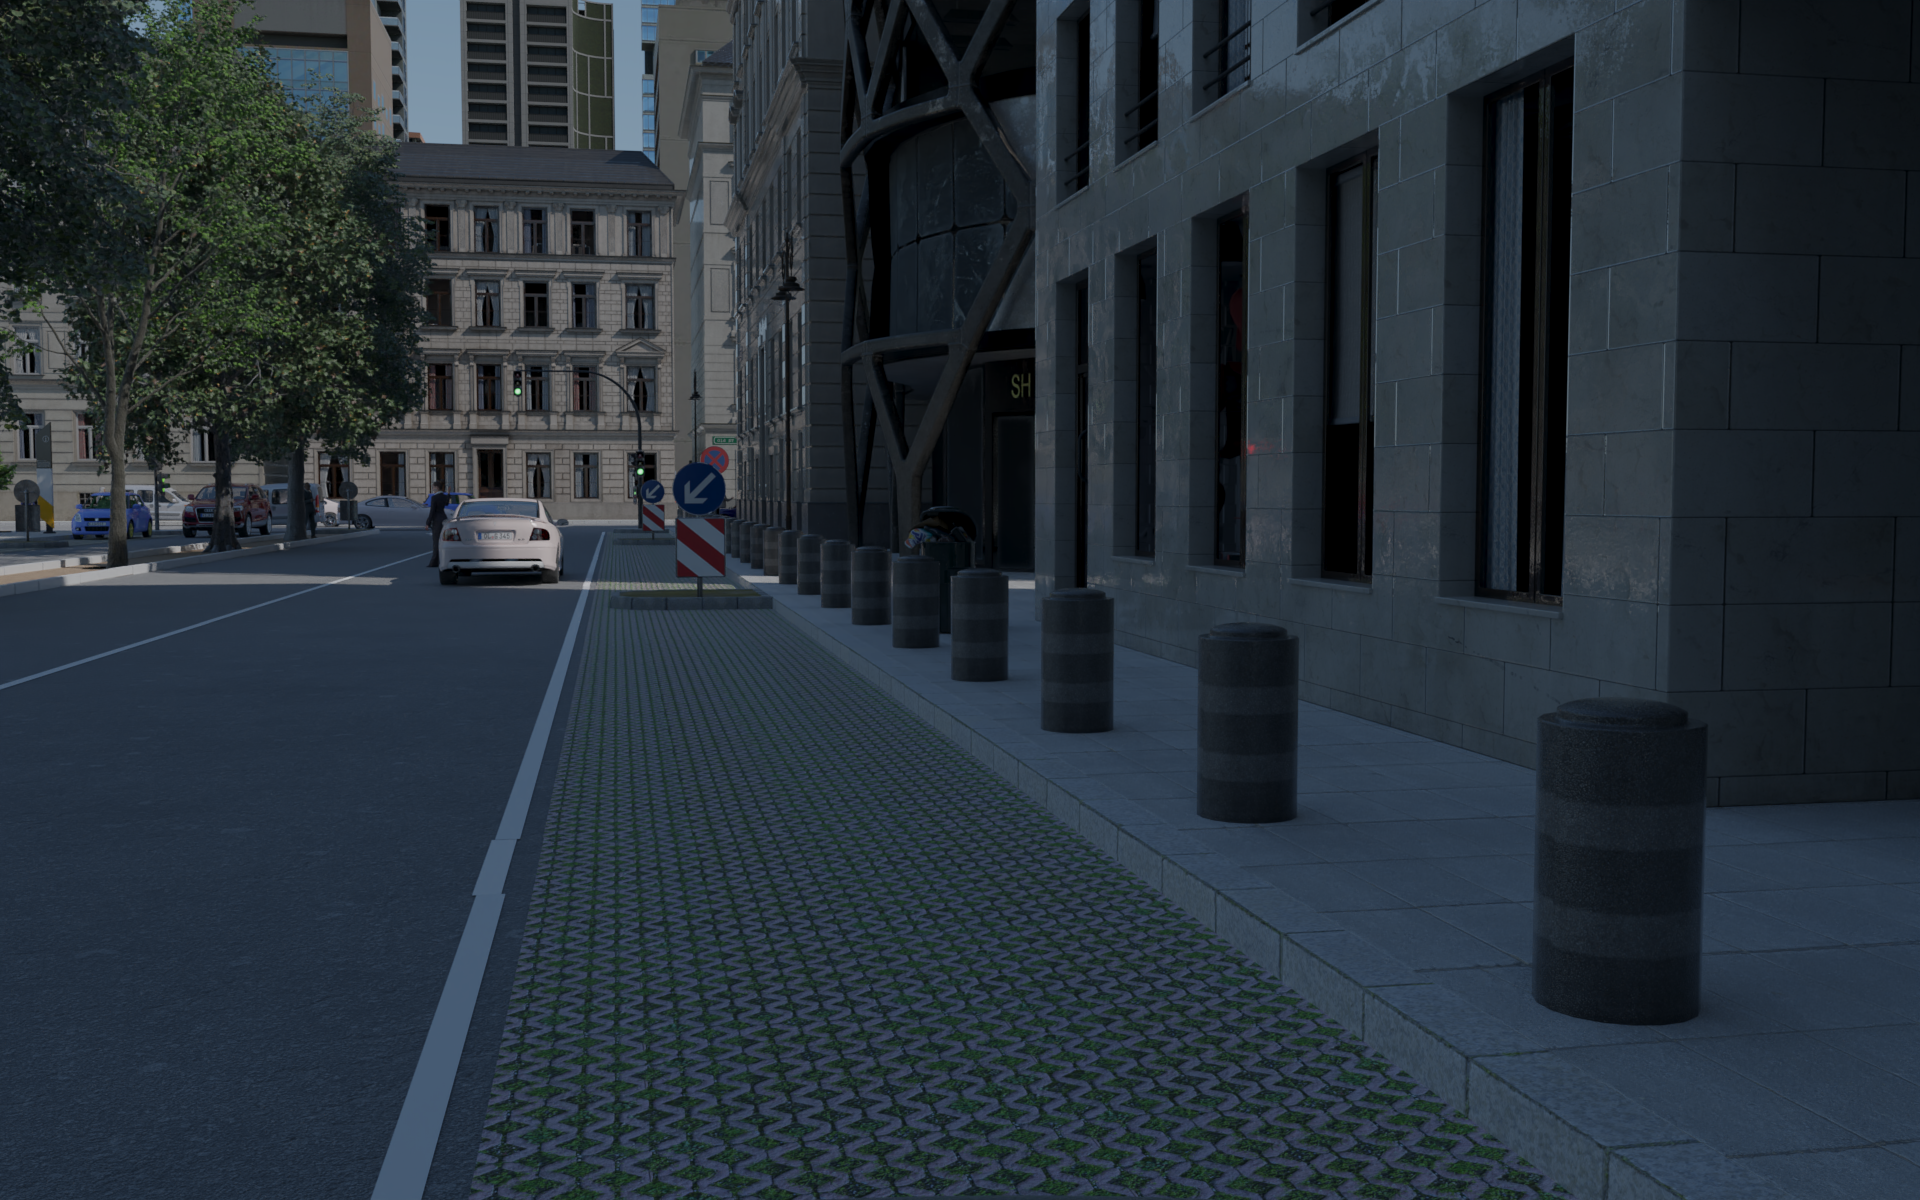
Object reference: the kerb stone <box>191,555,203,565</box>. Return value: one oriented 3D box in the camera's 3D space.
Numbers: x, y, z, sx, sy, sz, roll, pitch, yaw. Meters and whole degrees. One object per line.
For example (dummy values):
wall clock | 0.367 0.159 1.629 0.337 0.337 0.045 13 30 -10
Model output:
kerb stone | -15.680 -0.804 35.339 0.120 0.150 1.000 -1 4 -11

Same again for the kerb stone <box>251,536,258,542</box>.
kerb stone | -20.948 -1.766 51.103 0.120 0.150 1.000 -1 4 -11

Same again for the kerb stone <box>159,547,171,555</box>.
kerb stone | -18.944 -1.151 41.014 0.120 0.150 1.000 -1 4 -11

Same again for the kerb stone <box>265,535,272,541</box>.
kerb stone | -21.348 -1.891 53.113 0.120 0.150 1.000 -1 4 -11

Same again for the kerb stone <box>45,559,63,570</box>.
kerb stone | -17.336 -0.656 32.949 0.120 0.150 1.000 -1 4 -11

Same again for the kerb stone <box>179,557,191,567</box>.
kerb stone | -15.476 -0.742 34.336 0.120 0.150 1.000 -1 4 -11

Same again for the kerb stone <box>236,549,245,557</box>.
kerb stone | -16.481 -1.050 39.365 0.120 0.150 1.000 -1 4 -11

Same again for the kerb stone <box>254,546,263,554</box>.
kerb stone | -16.870 -1.166 41.377 0.120 0.150 1.000 -1 4 -11

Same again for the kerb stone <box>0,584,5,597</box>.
kerb stone | -13.475 -0.122 24.250 0.120 0.150 1.000 -1 4 -11

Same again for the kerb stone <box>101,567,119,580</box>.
kerb stone | -14.477 -0.428 29.290 0.120 0.150 1.000 -1 4 -11

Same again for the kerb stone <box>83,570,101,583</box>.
kerb stone | -14.275 -0.370 28.282 0.120 0.150 1.000 -1 4 -11

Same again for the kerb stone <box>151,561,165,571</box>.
kerb stone | -15.078 -0.618 32.326 0.120 0.150 1.000 -1 4 -11

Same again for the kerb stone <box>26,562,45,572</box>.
kerb stone | -17.150 -0.595 31.930 0.120 0.150 1.000 -1 4 -11

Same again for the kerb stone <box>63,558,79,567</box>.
kerb stone | -17.541 -0.719 33.953 0.120 0.150 1.000 -1 4 -11

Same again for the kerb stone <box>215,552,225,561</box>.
kerb stone | -16.074 -0.927 37.355 0.120 0.150 1.000 -1 4 -11

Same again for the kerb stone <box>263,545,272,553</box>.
kerb stone | -17.072 -1.235 42.383 0.120 0.150 1.000 -1 4 -11

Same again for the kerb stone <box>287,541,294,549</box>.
kerb stone | -17.681 -1.418 45.396 0.120 0.150 1.000 -1 4 -11

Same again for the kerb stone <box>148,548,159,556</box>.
kerb stone | -18.748 -1.089 40.005 0.120 0.150 1.000 -1 4 -11

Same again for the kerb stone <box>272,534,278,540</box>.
kerb stone | -21.550 -1.953 54.134 0.120 0.150 1.000 -1 4 -11

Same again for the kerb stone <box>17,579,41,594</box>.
kerb stone | -13.670 -0.187 25.260 0.120 0.150 1.000 -1 4 -11

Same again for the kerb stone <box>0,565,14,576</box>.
kerb stone | -16.944 -0.533 30.916 0.120 0.150 1.000 -1 4 -11

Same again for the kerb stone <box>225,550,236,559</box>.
kerb stone | -16.272 -0.989 38.361 0.120 0.150 1.000 -1 4 -11

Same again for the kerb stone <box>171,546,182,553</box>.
kerb stone | -19.142 -1.213 42.029 0.120 0.150 1.000 -1 4 -11

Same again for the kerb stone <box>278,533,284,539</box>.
kerb stone | -21.755 -2.012 55.140 0.120 0.150 1.000 -1 4 -11

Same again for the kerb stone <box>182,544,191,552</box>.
kerb stone | -19.349 -1.268 43.039 0.120 0.150 1.000 -1 4 -11

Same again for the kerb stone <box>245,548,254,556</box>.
kerb stone | -16.673 -1.109 40.372 0.120 0.150 1.000 -1 4 -11

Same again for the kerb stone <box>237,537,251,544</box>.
kerb stone | -20.750 -1.706 50.092 0.120 0.150 1.000 -1 4 -11

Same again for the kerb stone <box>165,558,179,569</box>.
kerb stone | -15.272 -0.681 33.332 0.120 0.150 1.000 -1 4 -11

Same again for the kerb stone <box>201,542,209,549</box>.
kerb stone | -19.743 -1.396 45.049 0.120 0.150 1.000 -1 4 -11

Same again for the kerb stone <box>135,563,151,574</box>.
kerb stone | -14.866 -0.557 31.304 0.120 0.150 1.000 -1 4 -11

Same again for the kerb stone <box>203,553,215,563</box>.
kerb stone | -15.866 -0.866 36.347 0.120 0.150 1.000 -1 4 -11

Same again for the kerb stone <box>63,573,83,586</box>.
kerb stone | -14.073 -0.310 27.271 0.120 0.150 1.000 -1 4 -11

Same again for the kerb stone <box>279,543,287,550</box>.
kerb stone | -17.482 -1.358 44.391 0.120 0.150 1.000 -1 4 -11

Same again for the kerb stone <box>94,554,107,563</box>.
kerb stone | -17.939 -0.842 35.968 0.120 0.150 1.000 -1 4 -11

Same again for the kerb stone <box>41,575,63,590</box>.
kerb stone | -13.868 -0.248 26.268 0.120 0.150 1.000 -1 4 -11

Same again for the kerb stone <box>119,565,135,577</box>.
kerb stone | -14.681 -0.495 30.294 0.120 0.150 1.000 -1 4 -11

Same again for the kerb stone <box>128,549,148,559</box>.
kerb stone | -18.545 -1.027 38.986 0.120 0.150 1.000 -1 4 -11

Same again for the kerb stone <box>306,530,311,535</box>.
kerb stone | -22.956 -2.382 61.190 0.120 0.150 1.000 -1 4 -11

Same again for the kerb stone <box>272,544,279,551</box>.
kerb stone | -17.279 -1.295 43.387 0.120 0.150 1.000 -1 4 -11

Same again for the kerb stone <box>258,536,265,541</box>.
kerb stone | -21.153 -1.829 52.107 0.120 0.150 1.000 -1 4 -11

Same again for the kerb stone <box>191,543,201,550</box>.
kerb stone | -19.552 -1.336 44.043 0.120 0.150 1.000 -1 4 -11

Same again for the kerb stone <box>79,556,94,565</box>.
kerb stone | -17.747 -0.781 34.961 0.120 0.150 1.000 -1 4 -11
